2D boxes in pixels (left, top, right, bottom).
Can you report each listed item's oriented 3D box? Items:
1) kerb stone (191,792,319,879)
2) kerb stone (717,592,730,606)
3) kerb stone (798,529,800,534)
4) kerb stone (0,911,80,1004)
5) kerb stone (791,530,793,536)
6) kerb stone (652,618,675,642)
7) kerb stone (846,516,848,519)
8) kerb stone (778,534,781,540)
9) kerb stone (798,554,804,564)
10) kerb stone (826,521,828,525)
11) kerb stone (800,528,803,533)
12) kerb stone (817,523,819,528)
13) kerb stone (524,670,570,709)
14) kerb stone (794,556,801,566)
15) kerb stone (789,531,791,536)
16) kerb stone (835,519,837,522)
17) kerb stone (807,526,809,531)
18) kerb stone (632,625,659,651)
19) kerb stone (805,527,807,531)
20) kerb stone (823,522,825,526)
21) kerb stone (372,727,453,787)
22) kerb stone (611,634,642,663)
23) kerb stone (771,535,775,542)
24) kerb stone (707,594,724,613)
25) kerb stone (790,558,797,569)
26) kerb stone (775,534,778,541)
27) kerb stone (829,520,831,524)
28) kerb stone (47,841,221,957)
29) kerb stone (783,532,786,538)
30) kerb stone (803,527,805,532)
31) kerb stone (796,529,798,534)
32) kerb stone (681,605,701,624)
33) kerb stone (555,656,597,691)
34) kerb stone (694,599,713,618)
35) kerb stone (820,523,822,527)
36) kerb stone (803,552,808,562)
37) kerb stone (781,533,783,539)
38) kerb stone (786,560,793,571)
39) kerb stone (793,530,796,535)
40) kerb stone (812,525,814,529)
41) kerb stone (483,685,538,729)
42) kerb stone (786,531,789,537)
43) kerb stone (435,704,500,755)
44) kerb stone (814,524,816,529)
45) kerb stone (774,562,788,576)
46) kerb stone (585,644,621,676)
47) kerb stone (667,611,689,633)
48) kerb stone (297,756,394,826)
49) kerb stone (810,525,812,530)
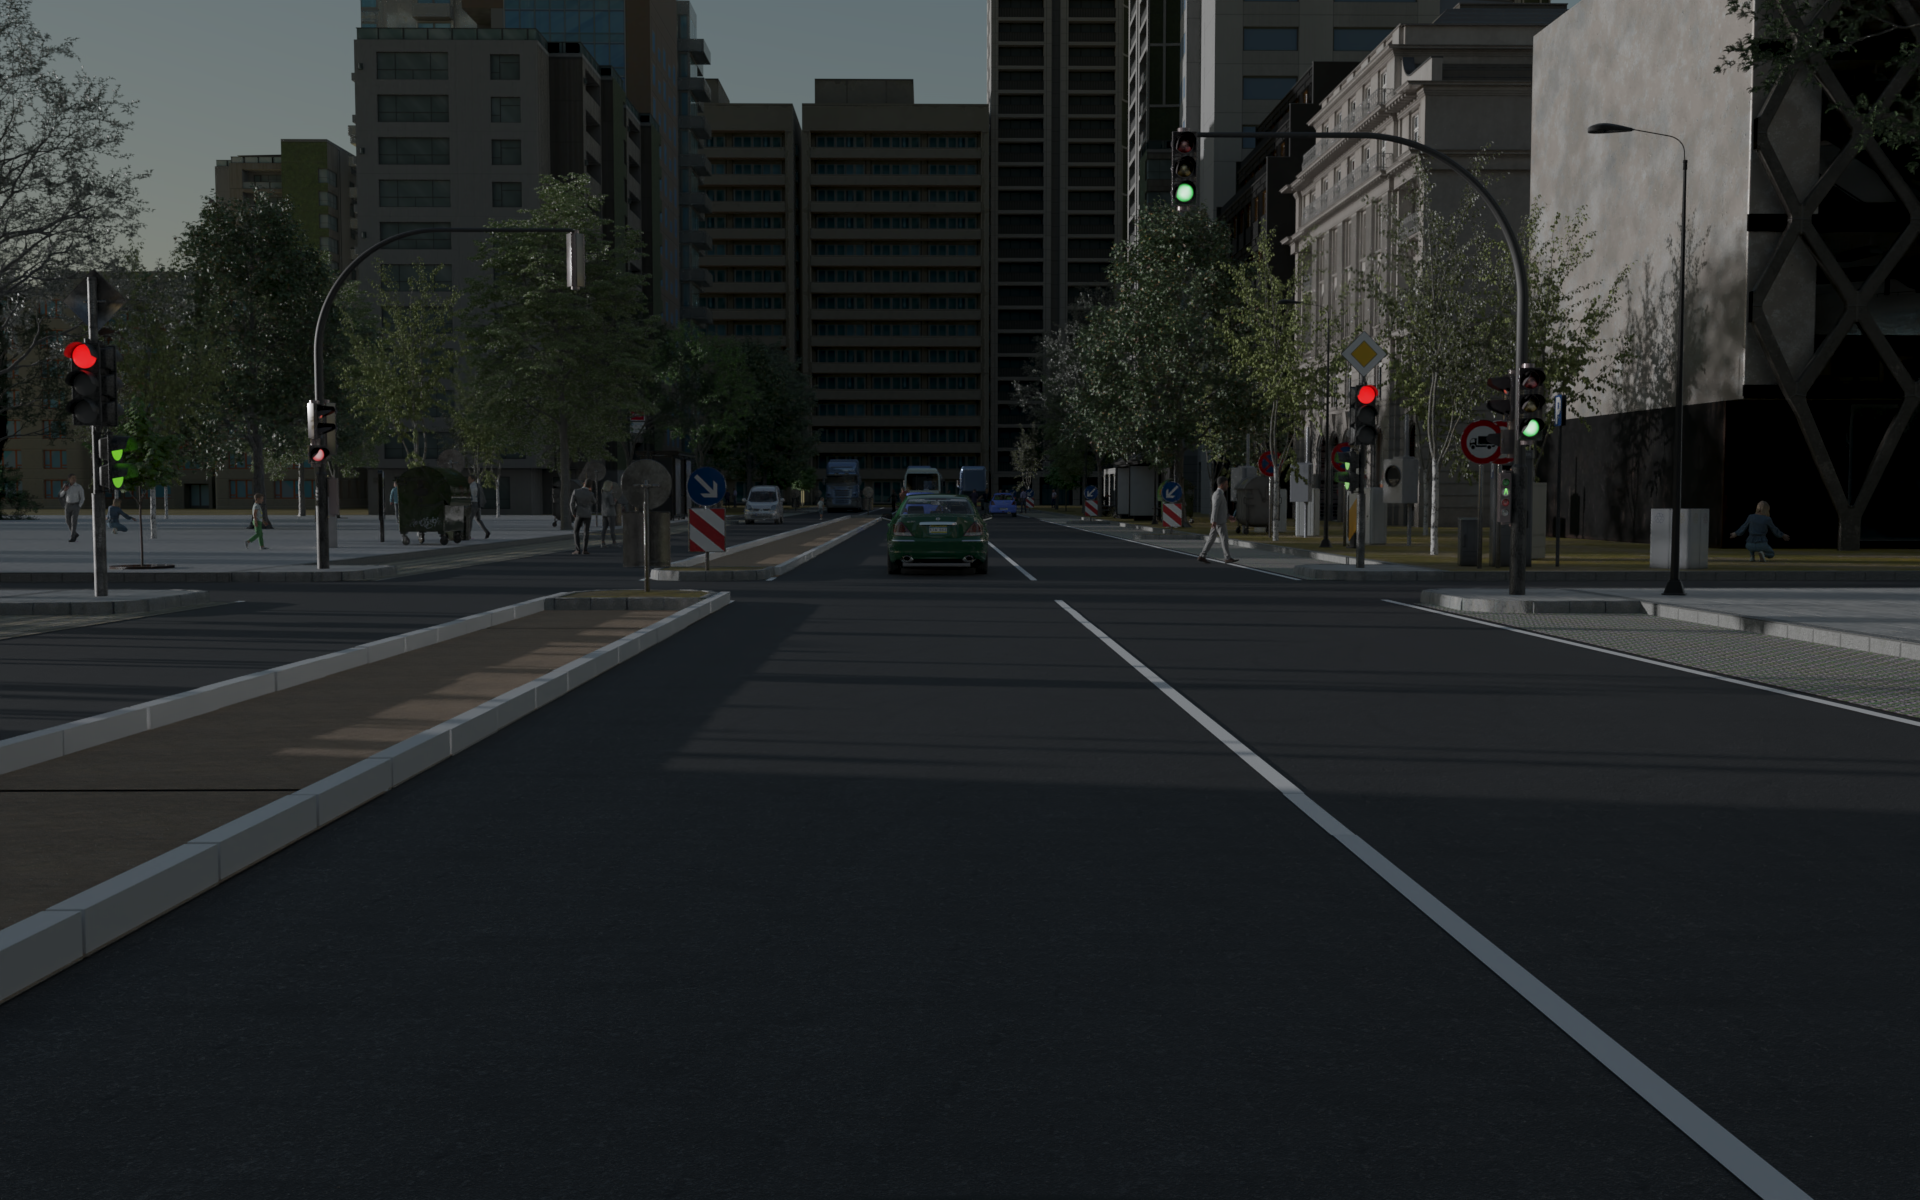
[{"bbox_3d":[-2.796,0.936,6.885,0.120,0.150,1.000,0,4,-1],"label":"kerb stone"},{"bbox_3d":[-3.069,-0.002,22.244,0.120,0.150,1.000,0,4,-1],"label":"kerb stone"},{"bbox_3d":[-5.873,-2.416,61.693,0.120,0.150,1.000,0,4,-1],"label":"kerb stone"},{"bbox_3d":[-2.754,1.062,4.832,0.120,0.150,1.000,0,4,-1],"label":"kerb stone"},{"bbox_3d":[-5.824,-2.228,58.622,0.120,0.150,1.000,0,4,-1],"label":"kerb stone"},{"bbox_3d":[-2.973,0.313,17.122,0.120,0.150,1.000,0,4,-1],"label":"kerb stone"},{"bbox_3d":[-6.493,-4.543,96.546,0.120,0.150,1.000,0,4,-1],"label":"kerb stone"},{"bbox_3d":[-5.721,-1.914,53.485,0.120,0.150,1.000,0,4,-1],"label":"kerb stone"},{"bbox_3d":[-3.299,-0.782,35.053,0.120,0.150,1.000,0,4,-1],"label":"kerb stone"},{"bbox_3d":[-6.156,-3.418,78.076,0.120,0.150,1.000,0,4,-1],"label":"kerb stone"},{"bbox_3d":[-5.890,-2.479,62.719,0.120,0.150,1.000,0,4,-1],"label":"kerb stone"},{"bbox_3d":[-6.056,-3.035,71.940,0.120,0.150,1.000,0,4,-1],"label":"kerb stone"},{"bbox_3d":[-2.884,0.626,12.004,0.120,0.150,1.000,0,4,-1],"label":"kerb stone"},{"bbox_3d":[-3.280,-0.723,34.022,0.120,0.150,1.000,0,4,-1],"label":"kerb stone"},{"bbox_3d":[-5.798,-2.165,57.599,0.120,0.150,1.000,0,4,-1],"label":"kerb stone"},{"bbox_3d":[-6.284,-3.851,85.263,0.120,0.150,1.000,0,4,-1],"label":"kerb stone"},{"bbox_3d":[-5.942,-2.661,65.785,0.120,0.150,1.000,0,4,-1],"label":"kerb stone"},{"bbox_3d":[-2.957,0.373,16.100,0.120,0.150,1.000,0,4,-1],"label":"kerb stone"},{"bbox_3d":[-5.920,-2.604,64.763,0.120,0.150,1.000,0,4,-1],"label":"kerb stone"},{"bbox_3d":[-6.122,-3.289,76.030,0.120,0.150,1.000,0,4,-1],"label":"kerb stone"},{"bbox_3d":[-2.832,0.811,8.939,0.120,0.150,1.000,0,4,-1],"label":"kerb stone"},{"bbox_3d":[-2.939,0.435,15.078,0.120,0.150,1.000,0,4,-1],"label":"kerb stone"},{"bbox_3d":[-5.685,-1.788,51.435,0.120,0.150,1.000,0,4,-1],"label":"kerb stone"},{"bbox_3d":[-3.046,0.060,21.217,0.120,0.150,1.000,0,4,-1],"label":"kerb stone"},{"bbox_3d":[-3.253,-0.661,33.000,0.120,0.150,1.000,0,4,-1],"label":"kerb stone"},{"bbox_3d":[-5.709,-1.851,52.461,0.120,0.150,1.000,0,4,-1],"label":"kerb stone"},{"bbox_3d":[-6.188,-3.543,80.125,0.120,0.150,1.000,0,4,-1],"label":"kerb stone"},{"bbox_3d":[-2.773,1.000,5.854,0.120,0.150,1.000,0,4,-1],"label":"kerb stone"},{"bbox_3d":[-5.756,-2.035,55.532,0.120,0.150,1.000,0,4,-1],"label":"kerb stone"},{"bbox_3d":[-5.904,-2.539,63.741,0.120,0.150,1.000,0,4,-1],"label":"kerb stone"},{"bbox_3d":[-5.847,-2.353,60.671,0.120,0.150,1.000,0,4,-1],"label":"kerb stone"},{"bbox_3d":[-3.018,0.185,19.167,0.120,0.150,1.000,0,4,-1],"label":"kerb stone"},{"bbox_3d":[-2.905,0.560,13.035,0.120,0.150,1.000,0,4,-1],"label":"kerb stone"},{"bbox_3d":[-3.032,0.123,20.188,0.120,0.150,1.000,0,4,-1],"label":"kerb stone"},{"bbox_3d":[-6.087,-3.167,73.984,0.120,0.150,1.000,0,4,-1],"label":"kerb stone"},{"bbox_3d":[-3.317,-0.849,36.081,0.120,0.150,1.000,0,4,-1],"label":"kerb stone"},{"bbox_3d":[-5.741,-1.973,54.509,0.120,0.150,1.000,0,4,-1],"label":"kerb stone"},{"bbox_3d":[-3.239,-0.597,31.978,0.120,0.150,1.000,0,4,-1],"label":"kerb stone"},{"bbox_3d":[-5.837,-2.291,59.648,0.120,0.150,1.000,0,4,-1],"label":"kerb stone"},{"bbox_3d":[-6.000,-2.854,68.873,0.120,0.150,1.000,0,4,-1],"label":"kerb stone"},{"bbox_3d":[-2.867,0.686,10.982,0.120,0.150,1.000,0,4,-1],"label":"kerb stone"},{"bbox_3d":[-5.776,-2.102,56.566,0.120,0.150,1.000,0,4,-1],"label":"kerb stone"},{"bbox_3d":[-2.845,0.748,9.961,0.120,0.150,1.000,0,4,-1],"label":"kerb stone"},{"bbox_3d":[-6.012,-2.917,69.895,0.120,0.150,1.000,0,4,-1],"label":"kerb stone"},{"bbox_3d":[-3.225,-0.536,30.955,0.120,0.150,1.000,0,4,-1],"label":"kerb stone"},{"bbox_3d":[-2.924,0.498,14.056,0.120,0.150,1.000,0,4,-1],"label":"kerb stone"},{"bbox_3d":[-2.993,0.248,18.145,0.120,0.150,1.000,0,4,-1],"label":"kerb stone"},{"bbox_3d":[-2.814,0.876,7.917,0.120,0.150,1.000,0,4,-1],"label":"kerb stone"},{"bbox_3d":[-5.982,-2.789,67.842,0.120,0.150,1.000,0,4,-1],"label":"kerb stone"}]
